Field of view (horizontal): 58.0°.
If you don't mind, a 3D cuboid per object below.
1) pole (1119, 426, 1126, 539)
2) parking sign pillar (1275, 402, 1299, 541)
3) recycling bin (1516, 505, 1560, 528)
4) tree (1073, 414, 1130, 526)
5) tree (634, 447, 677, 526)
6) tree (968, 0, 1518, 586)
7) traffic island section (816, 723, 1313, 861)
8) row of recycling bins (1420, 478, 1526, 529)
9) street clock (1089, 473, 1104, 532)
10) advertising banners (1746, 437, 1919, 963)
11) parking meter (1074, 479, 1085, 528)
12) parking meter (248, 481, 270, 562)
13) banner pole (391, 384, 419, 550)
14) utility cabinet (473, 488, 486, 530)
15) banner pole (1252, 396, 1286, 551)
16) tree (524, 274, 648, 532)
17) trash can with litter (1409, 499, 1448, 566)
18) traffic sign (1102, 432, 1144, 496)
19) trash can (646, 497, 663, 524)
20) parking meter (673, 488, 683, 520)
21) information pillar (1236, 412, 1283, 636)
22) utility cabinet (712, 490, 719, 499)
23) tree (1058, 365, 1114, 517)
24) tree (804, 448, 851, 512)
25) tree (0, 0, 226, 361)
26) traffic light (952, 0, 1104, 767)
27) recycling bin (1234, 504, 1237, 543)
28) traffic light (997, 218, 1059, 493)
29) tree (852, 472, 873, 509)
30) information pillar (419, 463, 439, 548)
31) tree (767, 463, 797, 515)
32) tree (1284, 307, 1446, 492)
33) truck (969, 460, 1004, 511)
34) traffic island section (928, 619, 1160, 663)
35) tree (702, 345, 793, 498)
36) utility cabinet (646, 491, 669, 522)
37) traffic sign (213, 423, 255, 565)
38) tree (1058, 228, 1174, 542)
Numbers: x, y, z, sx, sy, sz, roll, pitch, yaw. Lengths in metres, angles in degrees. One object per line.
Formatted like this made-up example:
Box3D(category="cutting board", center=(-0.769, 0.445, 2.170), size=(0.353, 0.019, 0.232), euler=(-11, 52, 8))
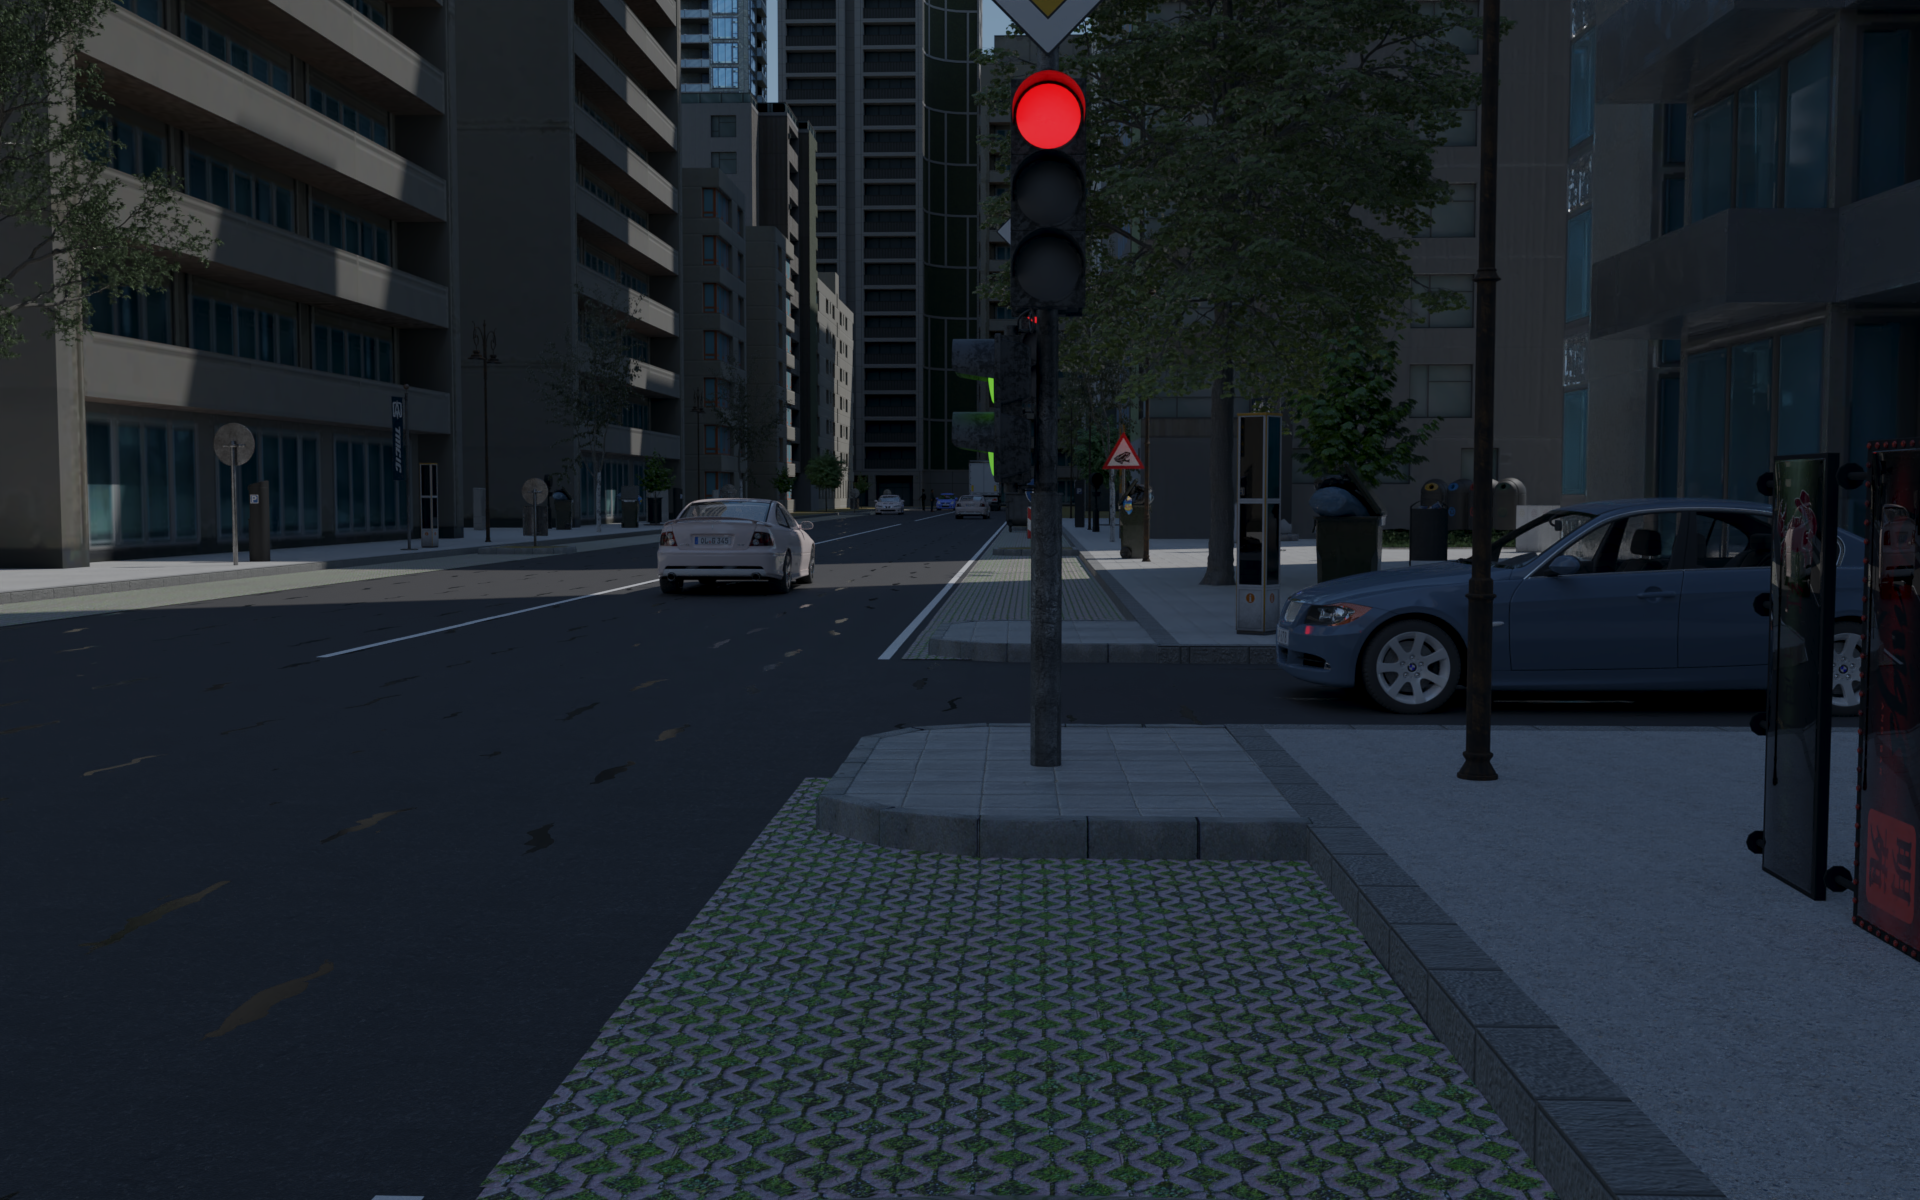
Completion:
Box3D(category="pole", center=(4.692, -3.431, 49.932), size=(0.158, 3.312, 0.155), euler=(0, 3, 0))
Box3D(category="parking sign pillar", center=(8.587, -3.612, 47.535), size=(1.447, 3.967, 1.447), euler=(3, 5, 44))
Box3D(category="recycling bin", center=(12.823, -1.578, 38.347), size=(0.722, 1.027, 0.722), euler=(-2, 4, -29))
Box3D(category="tree", center=(6.122, -5.341, 71.031), size=(4.285, 4.588, 4.351), euler=(0, 3, 0))
Box3D(category="tree", center=(-12.552, -4.659, 70.771), size=(1.663, 3.219, 1.824), euler=(0, 3, 0))
Box3D(category="tree", center=(3.767, -6.508, 24.539), size=(7.486, 12.596, 7.792), euler=(0, 3, 0))
Box3D(category="traffic island section", center=(0.428, 0.861, 8.206), size=(2.009, 0.180, 2.903), euler=(0, 4, 2))
Box3D(category="row of recycling bins", center=(13.453, -2.346, 45.472), size=(1.069, 1.692, 3.534), euler=(-2, 4, -27))
Box3D(category="street clock", center=(4.600, -3.301, 58.549), size=(0.471, 2.002, 0.358), euler=(-2, 4, -25))
Box3D(category="advertising banners", center=(2.667, -0.531, 4.870), size=(0.090, 3.025, 2.074), euler=(0, 4, 5))
Box3D(category="parking meter", center=(4.583, -3.719, 66.509), size=(0.399, 1.863, 0.255), euler=(1, 4, 14))
Box3D(category="parking meter", center=(-13.313, -1.497, 32.892), size=(0.372, 1.533, 0.369), euler=(0, 3, 0))
Box3D(category="banner pole", center=(-12.653, -3.014, 39.295), size=(0.401, 3.779, 0.863), euler=(1, 4, 13))
Box3D(category="utility cabinet", center=(-17.067, -3.243, 61.705), size=(0.318, 1.500, 1.173), euler=(0, 4, -5))
Box3D(category="banner pole", center=(6.956, -3.002, 39.093), size=(0.863, 3.779, 0.401), euler=(2, 4, 24))
Box3D(category="tree", center=(-12.293, -6.596, 58.207), size=(4.360, 8.622, 3.978), euler=(0, 3, 0))
Box3D(category="trash can with litter", center=(6.972, -0.806, 24.238), size=(2.233, 1.210, 1.678), euler=(0, 4, 8))
Box3D(category="traffic sign", center=(3.455, -2.242, 36.657), size=(0.884, 2.594, 0.081), euler=(0, 4, 7))
Box3D(category="trash can", center=(-13.212, -3.872, 74.954), size=(0.748, 1.137, 0.748), euler=(0, 3, 0))
Box3D(category="parking meter", center=(-11.217, -3.696, 68.839), size=(0.372, 1.533, 0.369), euler=(0, 3, 0))
Box3D(category="information pillar", center=(2.729, -0.693, 15.818), size=(0.304, 2.012, 0.304), euler=(3, 4, 38))
Box3D(category="utility cabinet", center=(-12.337, -4.812, 87.352), size=(0.318, 1.500, 1.173), euler=(-1, 4, -11))
Box3D(category="tree", center=(6.569, -8.982, 97.216), size=(4.737, 8.622, 4.395), euler=(0, 3, 0))
Box3D(category="tree", center=(-9.472, -8.560, 123.670), size=(4.285, 4.588, 4.351), euler=(0, 3, 0))
Box3D(category="tree", center=(-14.479, -5.507, 24.455), size=(8.767, 10.594, 7.601), euler=(1, 4, 16))
Box3D(category="traffic light", center=(0.388, -1.173, 8.094), size=(0.839, 4.253, 0.868), euler=(0, 4, 2))
Box3D(category="recycling bin", center=(7.394, -2.005, 45.344), size=(0.722, 1.027, 0.722), euler=(-3, 5, -40))
Box3D(category="traffic light", center=(0.719, -1.661, 16.072), size=(0.839, 4.253, 0.868), euler=(0, 4, 2))
Box3D(category="tree", center=(-8.554, -9.422, 148.649), size=(1.663, 3.219, 1.824), euler=(0, 3, 0))
Box3D(category="information pillar", center=(-12.675, -2.255, 41.355), size=(0.304, 2.012, 0.304), euler=(1, 4, 12))
Box3D(category="tree", center=(-10.675, -6.806, 105.873), size=(1.663, 3.219, 1.824), euler=(0, 3, 0))
Box3D(category="tree", center=(4.222, -1.433, 18.037), size=(1.663, 3.219, 1.824), euler=(0, 3, 0))
Box3D(category="truck", center=(2.264, -9.815, 149.389), size=(2.839, 4.237, 11.283), euler=(0, 4, 3))
Box3D(category="traffic island section", center=(0.758, 0.373, 16.184), size=(2.009, 0.180, 2.903), euler=(0, 4, 2))
Box3D(category="tree", center=(-10.705, -8.323, 86.449), size=(4.360, 8.622, 3.978), euler=(0, 3, 0))
Box3D(category="utility cabinet", center=(-13.628, -4.243, 78.050), size=(0.318, 1.500, 1.173), euler=(2, 4, 31))
Box3D(category="traffic sign", center=(-13.032, -1.895, 31.088), size=(0.768, 2.556, 0.104), euler=(0, 4, 4))
Box3D(category="tree", center=(3.890, -5.848, 45.978), size=(4.360, 8.622, 3.978), euler=(0, 3, 0))
